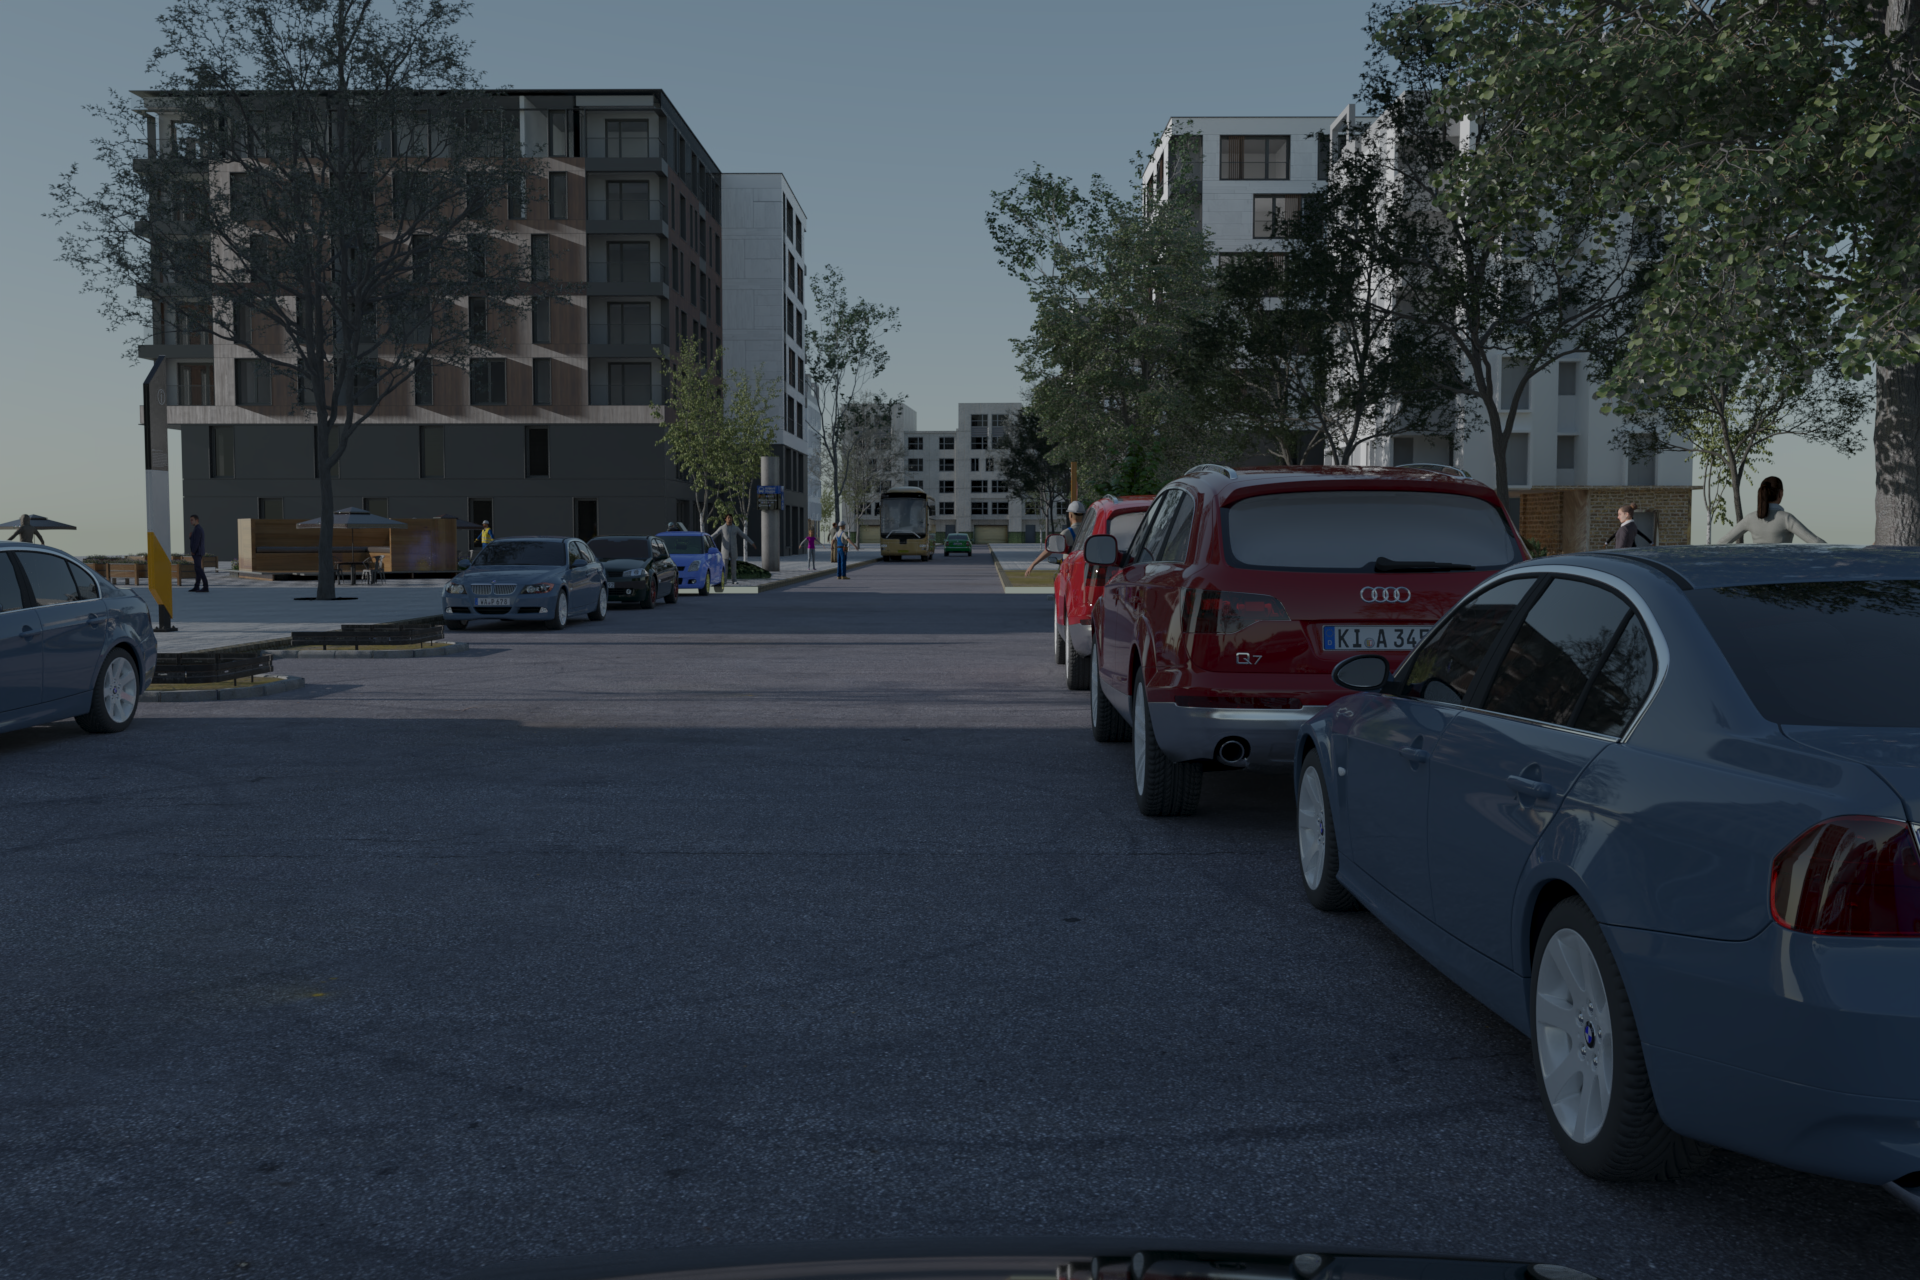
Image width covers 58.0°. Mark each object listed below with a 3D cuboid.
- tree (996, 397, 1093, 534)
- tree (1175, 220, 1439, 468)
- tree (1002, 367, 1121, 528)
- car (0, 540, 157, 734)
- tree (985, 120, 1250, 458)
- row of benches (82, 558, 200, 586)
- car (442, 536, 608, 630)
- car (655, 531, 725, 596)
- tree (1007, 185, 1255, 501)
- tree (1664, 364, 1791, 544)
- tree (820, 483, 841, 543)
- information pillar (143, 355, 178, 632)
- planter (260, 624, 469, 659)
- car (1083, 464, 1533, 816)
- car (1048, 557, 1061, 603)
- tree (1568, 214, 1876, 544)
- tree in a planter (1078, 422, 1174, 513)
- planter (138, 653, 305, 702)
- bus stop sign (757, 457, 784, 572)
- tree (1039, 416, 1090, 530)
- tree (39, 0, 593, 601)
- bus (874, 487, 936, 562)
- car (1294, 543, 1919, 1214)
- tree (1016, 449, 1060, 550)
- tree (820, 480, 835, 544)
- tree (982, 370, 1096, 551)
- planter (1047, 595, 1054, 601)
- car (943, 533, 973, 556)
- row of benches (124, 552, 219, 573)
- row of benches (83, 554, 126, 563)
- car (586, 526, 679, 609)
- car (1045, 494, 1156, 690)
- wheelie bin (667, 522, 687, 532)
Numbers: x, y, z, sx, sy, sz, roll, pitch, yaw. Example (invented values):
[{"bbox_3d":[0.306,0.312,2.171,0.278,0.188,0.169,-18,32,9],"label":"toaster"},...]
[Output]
[{"bbox_3d":[5.980,-11.088,115.696,7.601,10.594,8.767,1,4,14],"label":"tree"},{"bbox_3d":[10.028,-7.110,50.656,8.767,10.594,7.601,2,4,23],"label":"tree"},{"bbox_3d":[5.825,-9.916,96.540,7.601,10.594,8.767,0,4,3],"label":"tree"},{"bbox_3d":[-6.932,0.046,11.246,2.014,1.417,4.499,0,4,1],"label":"car"},{"bbox_3d":[7.906,-13.634,78.801,12.611,20.169,13.585,0,3,0],"label":"tree"},{"bbox_3d":[-20.734,-1.714,43.484,4.104,0.672,1.422,2,4,24],"label":"row of benches"},{"bbox_3d":[-6.777,-0.942,27.409,2.014,1.417,4.499,0,4,1],"label":"car"},{"bbox_3d":[-6.665,-1.941,41.324,1.945,1.707,3.694,0,4,0],"label":"car"},{"bbox_3d":[6.603,-9.708,65.379,9.857,13.997,8.962,0,3,0],"label":"tree"},{"bbox_3d":[25.038,-6.529,57.115,4.737,8.622,4.395,0,3,0],"label":"tree"},{"bbox_3d":[-18.374,-17.741,240.432,4.737,8.622,4.395,0,3,0],"label":"tree"},{"bbox_3d":[-10.444,-1.909,22.562,0.183,3.616,0.504,0,4,1],"label":"information pillar"},{"bbox_3d":[-7.065,0.014,20.916,1.991,0.319,1.994,0,4,1],"label":"planter"},{"bbox_3d":[1.918,-0.101,10.323,2.281,1.827,5.304,0,4,0],"label":"car"},{"bbox_3d":[2.623,-1.289,31.297,2.015,1.641,3.980,0,4,0],"label":"car"},{"bbox_3d":[21.547,-6.939,47.871,8.767,10.594,7.601,-1,4,-15],"label":"tree"},{"bbox_3d":[2.803,-1.869,27.778,1.991,3.239,1.994,0,4,2],"label":"tree in a planter"},{"bbox_3d":[-7.130,0.331,15.729,1.991,0.319,1.994,0,4,1],"label":"planter"},{"bbox_3d":[-6.466,-4.285,59.083,0.837,3.901,0.837,0,4,0],"label":"bus stop sign"},{"bbox_3d":[7.240,-9.546,106.437,4.360,8.622,3.978,0,3,0],"label":"tree"},{"bbox_3d":[-12.177,-7.518,33.284,12.009,13.543,11.850,0,3,0],"label":"tree"},{"bbox_3d":[-2.770,-6.241,93.582,2.896,3.916,12.252,0,4,1],"label":"bus"},{"bbox_3d":[2.218,0.420,5.137,2.014,1.417,4.499,0,4,-1],"label":"car"},{"bbox_3d":[6.911,-11.777,142.922,4.360,8.622,3.978,0,3,0],"label":"tree"},{"bbox_3d":[-18.672,-17.396,234.790,4.737,8.622,4.395,0,3,0],"label":"tree"},{"bbox_3d":[6.532,-13.462,130.480,12.009,13.543,11.850,0,3,0],"label":"tree"},{"bbox_3d":[2.905,-1.026,37.917,1.991,0.319,1.994,0,4,1],"label":"planter"},{"bbox_3d":[-0.114,-6.330,112.293,1.959,1.807,4.718,0,4,1],"label":"car"},{"bbox_3d":[-26.474,-2.615,58.224,4.104,0.672,1.422,2,4,28],"label":"row of benches"},{"bbox_3d":[-27.496,-2.254,52.310,4.104,0.672,1.422,-1,4,-13],"label":"row of benches"},{"bbox_3d":[-6.704,-1.503,34.363,2.009,1.686,4.222,0,4,0],"label":"car"},{"bbox_3d":[2.015,-0.535,17.426,2.281,1.827,5.304,0,4,1],"label":"car"},{"bbox_3d":[-7.476,-2.340,46.168,0.693,1.594,0.980,0,4,0],"label":"wheelie bin"}]
